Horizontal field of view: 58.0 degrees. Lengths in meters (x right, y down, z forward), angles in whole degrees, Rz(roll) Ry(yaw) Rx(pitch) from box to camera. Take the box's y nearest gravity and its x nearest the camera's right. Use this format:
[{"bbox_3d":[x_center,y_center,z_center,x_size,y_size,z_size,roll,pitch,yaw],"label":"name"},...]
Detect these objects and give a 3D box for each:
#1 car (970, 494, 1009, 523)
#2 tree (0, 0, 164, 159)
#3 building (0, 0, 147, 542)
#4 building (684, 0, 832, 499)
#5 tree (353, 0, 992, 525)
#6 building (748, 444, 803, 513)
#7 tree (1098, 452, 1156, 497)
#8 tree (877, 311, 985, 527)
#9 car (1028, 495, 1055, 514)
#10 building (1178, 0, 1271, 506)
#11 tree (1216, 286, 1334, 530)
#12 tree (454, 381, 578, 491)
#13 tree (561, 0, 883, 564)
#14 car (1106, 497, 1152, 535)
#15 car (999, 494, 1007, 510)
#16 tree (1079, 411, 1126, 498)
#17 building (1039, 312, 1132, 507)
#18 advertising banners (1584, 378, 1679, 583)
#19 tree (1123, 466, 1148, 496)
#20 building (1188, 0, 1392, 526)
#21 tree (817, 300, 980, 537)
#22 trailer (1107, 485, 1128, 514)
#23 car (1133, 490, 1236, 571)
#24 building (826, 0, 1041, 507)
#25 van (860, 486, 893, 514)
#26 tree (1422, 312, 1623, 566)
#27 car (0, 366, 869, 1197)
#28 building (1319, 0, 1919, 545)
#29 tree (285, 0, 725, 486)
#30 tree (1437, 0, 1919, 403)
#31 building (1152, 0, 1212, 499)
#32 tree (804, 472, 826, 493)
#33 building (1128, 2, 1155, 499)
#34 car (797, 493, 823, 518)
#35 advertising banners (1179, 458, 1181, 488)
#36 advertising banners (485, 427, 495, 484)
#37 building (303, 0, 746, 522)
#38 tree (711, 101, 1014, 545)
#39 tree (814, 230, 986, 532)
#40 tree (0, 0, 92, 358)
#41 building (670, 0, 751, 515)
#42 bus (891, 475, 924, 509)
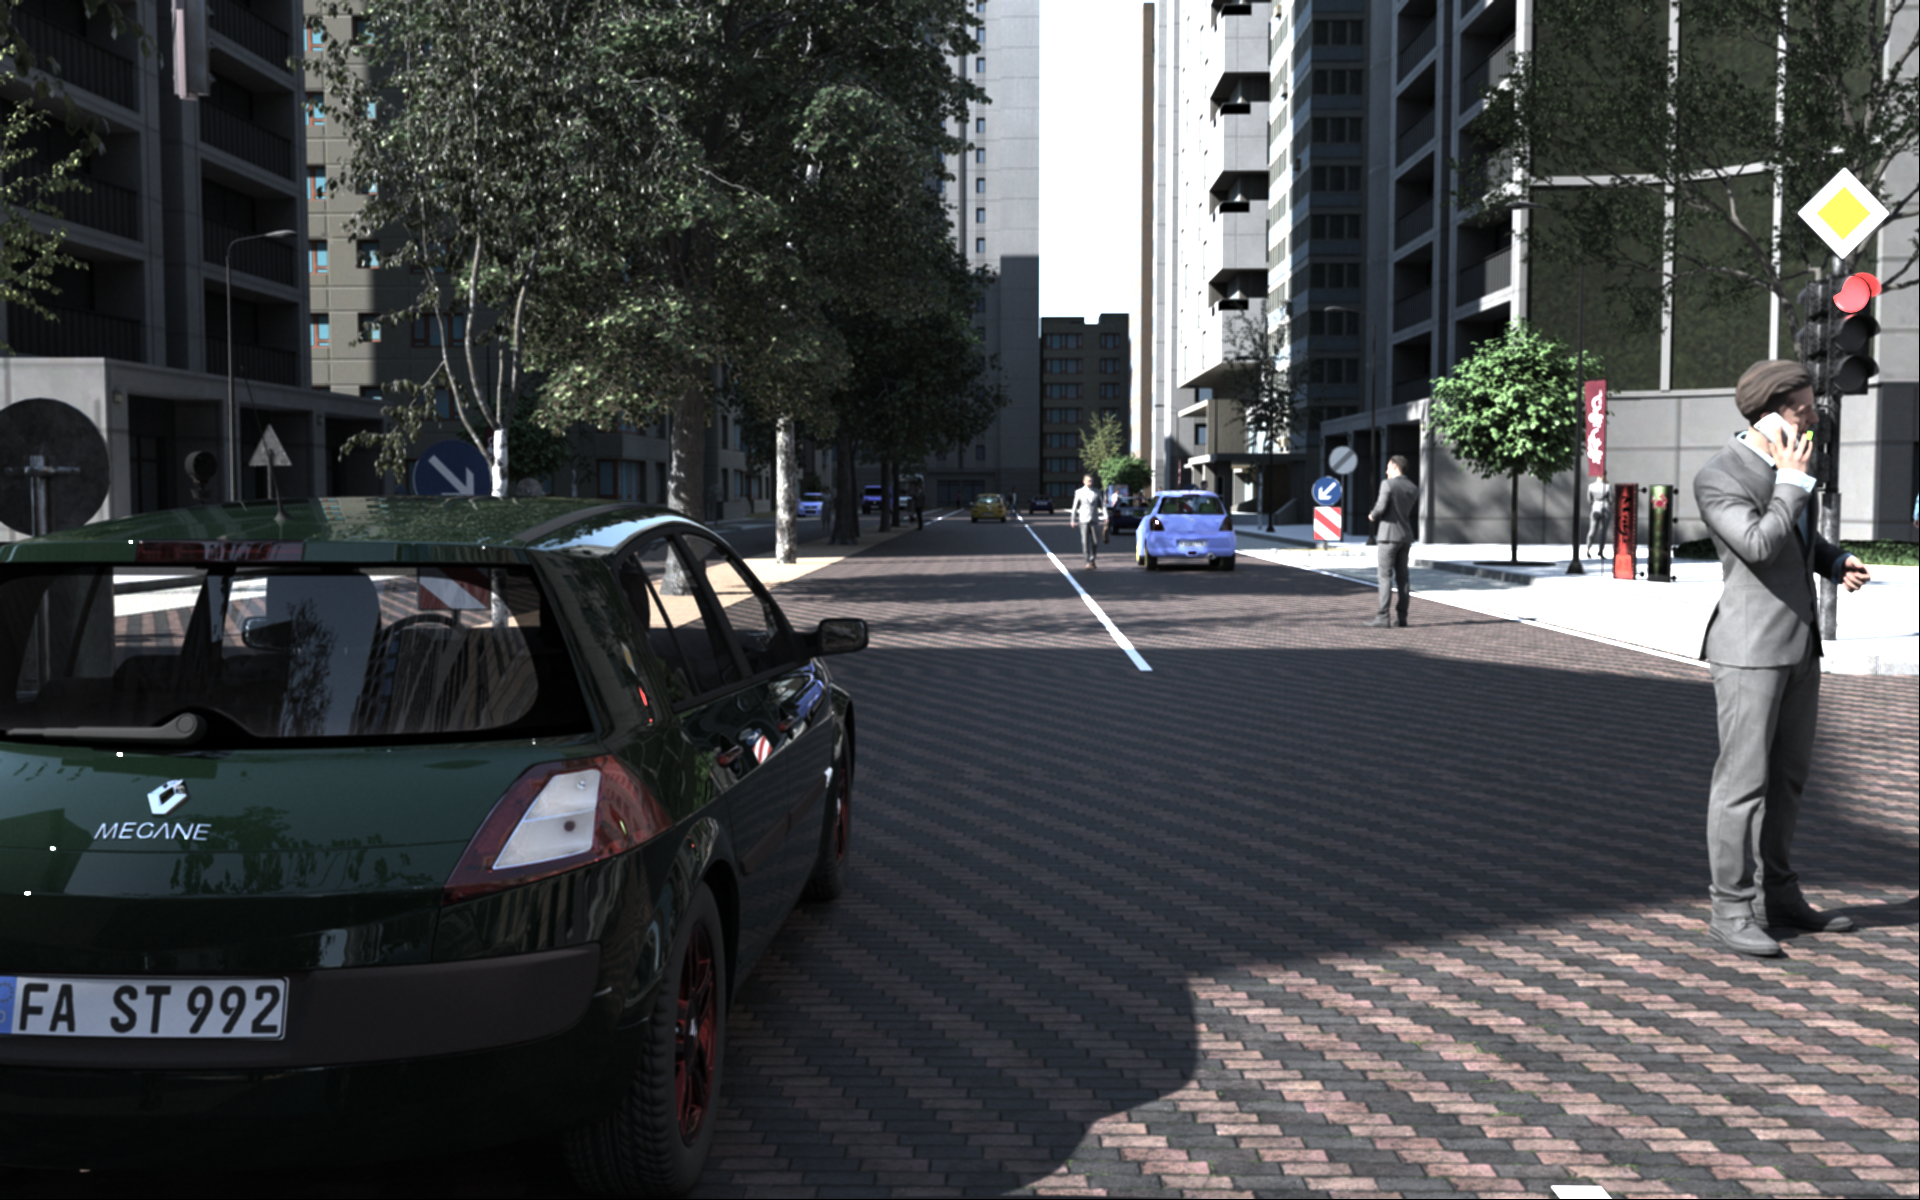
[{"bbox_3d":[1.476,-4.757,88.008,2.015,1.641,3.980,0,4,3],"label":"car"},{"bbox_3d":[-4.169,-3.262,6.156,4.360,8.622,3.978,0,3,0],"label":"tree"},{"bbox_3d":[-25.263,-36.776,39.544,20.563,71.187,20.611,0,4,1],"label":"building"},{"bbox_3d":[-22.982,-32.419,153.749,21.600,48.544,21.300,0,4,1],"label":"building"},{"bbox_3d":[-3.905,-7.039,24.198,9.857,13.997,8.962,0,3,0],"label":"tree"},{"bbox_3d":[-27.227,-17.402,129.558,27.650,21.520,28.899,0,4,1],"label":"building"},{"bbox_3d":[12.519,-9.383,137.129,4.285,4.588,4.351,0,3,0],"label":"tree"},{"bbox_3d":[-2.688,-8.951,74.558,9.928,11.665,9.643,0,3,0],"label":"tree"},{"bbox_3d":[5.805,-6.788,123.568,1.945,1.354,3.894,0,4,2],"label":"car"},{"bbox_3d":[28.267,-31.634,106.459,28.713,52.752,27.495,0,4,1],"label":"building"},{"bbox_3d":[11.028,-6.851,62.377,4.360,8.622,3.978,0,3,0],"label":"tree"},{"bbox_3d":[-12.584,-4.003,49.170,4.285,4.588,4.351,0,3,0],"label":"tree"},{"bbox_3d":[-4.740,-10.843,35.630,12.611,20.169,13.585,0,3,0],"label":"tree"},{"bbox_3d":[6.238,-3.043,62.326,1.945,1.354,3.894,0,4,2],"label":"car"},{"bbox_3d":[3.243,-8.596,152.541,2.014,1.417,4.499,0,4,3],"label":"car"},{"bbox_3d":[12.539,-12.327,151.912,4.737,8.622,4.395,0,3,0],"label":"tree"},{"bbox_3d":[23.211,-21.044,189.109,28.899,21.520,27.650,0,4,1],"label":"building"},{"bbox_3d":[9.919,-1.807,25.729,0.090,3.025,2.074,-1,4,-18],"label":"advertising banners"},{"bbox_3d":[12.119,-7.699,120.482,1.663,3.219,1.824,0,3,0],"label":"tree"},{"bbox_3d":[27.095,-23.578,77.378,32.217,40.220,23.993,0,4,1],"label":"building"},{"bbox_3d":[-3.424,-7.368,57.332,8.767,10.594,7.601,0,4,1],"label":"tree"},{"bbox_3d":[9.674,-6.086,106.553,1.471,1.999,3.904,0,4,0],"label":"trailer"},{"bbox_3d":[4.354,-1.474,33.694,1.945,1.707,3.694,0,4,2],"label":"car"},{"bbox_3d":[-5.684,-39.350,185.377,28.212,58.520,21.231,0,4,1],"label":"building"},{"bbox_3d":[-5.922,-7.353,124.607,2.240,2.365,5.245,0,4,2],"label":"van"},{"bbox_3d":[10.168,-2.914,31.362,4.285,4.588,4.351,0,3,0],"label":"tree"},{"bbox_3d":[-1.313,0.295,4.966,2.009,1.686,4.222,0,4,3],"label":"car"},{"bbox_3d":[22.190,-37.189,46.293,20.563,71.187,20.611,0,4,1],"label":"building"},{"bbox_3d":[-4.276,-3.867,16.051,4.360,8.622,3.978,0,3,0],"label":"tree"},{"bbox_3d":[9.969,-5.258,20.387,8.767,10.594,7.601,1,4,13],"label":"tree"},{"bbox_3d":[25.662,-36.249,134.672,21.231,58.520,28.212,0,4,1],"label":"building"},{"bbox_3d":[-11.222,-8.658,136.165,1.663,3.219,1.824,0,3,0],"label":"tree"},{"bbox_3d":[22.724,-30.961,156.315,14.600,45.320,14.200,0,4,1],"label":"building"},{"bbox_3d":[-8.962,-5.887,105.843,1.945,1.707,3.694,0,4,1],"label":"car"},{"bbox_3d":[10.619,-5.376,84.093,0.090,3.025,2.074,0,4,5],"label":"advertising banners"},{"bbox_3d":[-12.461,-2.950,44.416,0.090,3.025,2.074,1,4,20],"label":"advertising banners"},{"bbox_3d":[-25.095,-13.989,73.758,27.650,21.520,28.899,0,4,1],"label":"building"},{"bbox_3d":[-3.288,-7.896,48.572,9.611,12.733,9.660,0,3,0],"label":"tree"},{"bbox_3d":[-2.917,-8.861,65.465,7.486,12.596,7.792,0,3,0],"label":"tree"},{"bbox_3d":[-14.117,-4.472,23.477,4.737,8.622,4.395,0,3,0],"label":"tree"},{"bbox_3d":[-29.593,-25.123,102.638,32.217,40.220,23.993,0,4,1],"label":"building"},{"bbox_3d":[-4.635,-9.987,158.149,2.948,3.499,13.247,0,4,0],"label":"bus"}]
